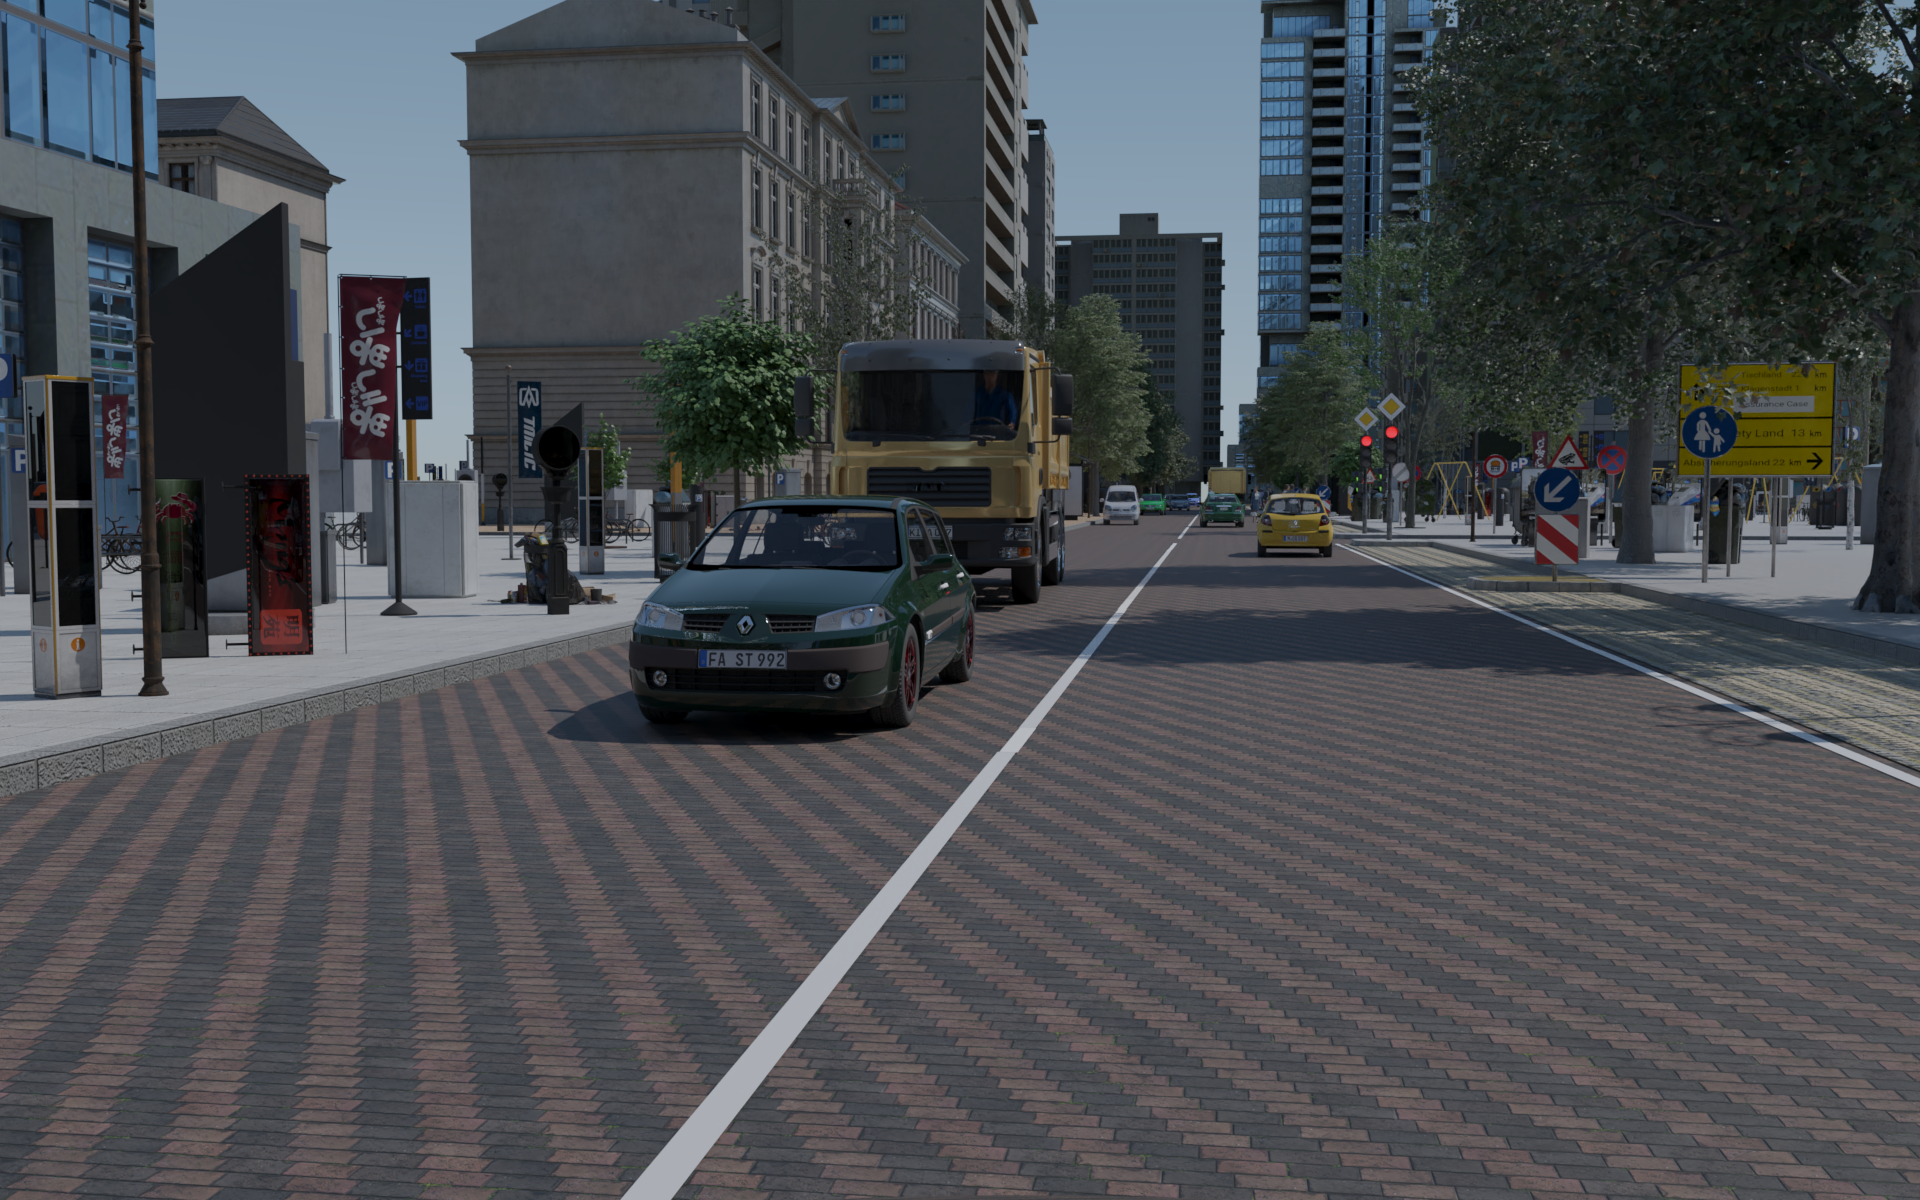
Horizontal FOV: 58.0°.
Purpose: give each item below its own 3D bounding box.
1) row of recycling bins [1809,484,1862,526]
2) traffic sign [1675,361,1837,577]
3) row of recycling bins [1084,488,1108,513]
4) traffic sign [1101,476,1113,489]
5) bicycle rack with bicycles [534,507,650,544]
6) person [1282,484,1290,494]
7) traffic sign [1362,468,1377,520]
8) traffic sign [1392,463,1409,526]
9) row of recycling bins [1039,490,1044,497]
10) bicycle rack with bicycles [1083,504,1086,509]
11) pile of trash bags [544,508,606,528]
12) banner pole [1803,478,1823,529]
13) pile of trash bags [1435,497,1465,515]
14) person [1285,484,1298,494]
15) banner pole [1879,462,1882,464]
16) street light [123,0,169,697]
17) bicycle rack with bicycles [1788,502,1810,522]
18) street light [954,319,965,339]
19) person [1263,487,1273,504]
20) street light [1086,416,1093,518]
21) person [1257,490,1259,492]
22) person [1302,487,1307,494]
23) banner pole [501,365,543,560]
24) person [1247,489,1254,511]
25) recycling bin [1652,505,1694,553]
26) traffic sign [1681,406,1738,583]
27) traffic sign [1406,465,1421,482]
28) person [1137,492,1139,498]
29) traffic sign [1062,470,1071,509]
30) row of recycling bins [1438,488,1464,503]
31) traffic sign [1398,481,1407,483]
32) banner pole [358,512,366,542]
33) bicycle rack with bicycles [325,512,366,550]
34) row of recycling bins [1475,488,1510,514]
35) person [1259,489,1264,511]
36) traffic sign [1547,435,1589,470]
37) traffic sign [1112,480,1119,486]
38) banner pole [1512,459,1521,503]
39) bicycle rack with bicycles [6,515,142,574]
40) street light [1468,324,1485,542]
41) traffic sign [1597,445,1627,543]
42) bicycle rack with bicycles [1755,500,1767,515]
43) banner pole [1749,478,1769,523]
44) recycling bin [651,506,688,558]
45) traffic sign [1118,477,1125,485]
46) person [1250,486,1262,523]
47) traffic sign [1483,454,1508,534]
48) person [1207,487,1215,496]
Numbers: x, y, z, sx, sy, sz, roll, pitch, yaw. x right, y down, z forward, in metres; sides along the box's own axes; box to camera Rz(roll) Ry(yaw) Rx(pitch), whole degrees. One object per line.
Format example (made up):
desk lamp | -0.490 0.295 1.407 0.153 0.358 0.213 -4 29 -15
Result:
row of recycling bins | 35.879 -3.879 70.530 1.069 1.692 3.534 0 4 -5
traffic sign | 12.227 -2.007 26.680 2.265 3.308 0.079 1 4 13
row of recycling bins | 8.311 -6.684 116.404 3.534 1.692 1.069 -1 4 -11
traffic sign | 10.274 -7.418 121.283 0.884 2.594 0.081 1 4 12
bicycle rack with bicycles | -9.723 -1.965 45.504 2.925 0.926 2.852 0 4 -4
person | 13.588 -3.940 72.768 0.795 1.843 0.661 1 4 21
traffic sign | 20.360 -5.265 86.087 0.884 2.594 0.081 1 4 16
traffic sign | 17.867 -4.285 70.160 0.768 2.556 0.104 1 4 14
row of recycling bins | 4.163 -5.149 91.307 1.069 1.692 3.534 1 4 22
bicycle rack with bicycles | 6.880 -6.009 111.632 2.852 0.926 2.925 -2 4 -34
pile of trash bags | -15.042 -3.462 66.364 1.912 1.369 3.447 -3 4 -39
banner pole | 31.769 -4.545 64.334 0.863 3.779 0.401 1 4 14
pile of trash bags | 29.397 -5.855 105.480 1.912 1.369 3.447 3 5 44
person | 12.711 -3.520 66.149 0.694 1.812 0.767 1 4 16
banner pole | 62.936 -7.842 118.235 0.863 3.779 0.401 -2 4 -33
street light | -5.144 -2.329 10.869 0.468 5.910 1.993 1 4 8
bicycle rack with bicycles | 39.967 -4.140 81.064 2.852 0.926 2.925 1 4 22
street light | -0.014 -4.474 45.945 0.468 5.910 1.993 1 4 8
person | 20.343 -6.510 114.304 0.648 1.900 0.474 -2 4 -35
street light | 6.887 -7.320 92.475 0.468 5.910 1.993 1 4 8
person | 26.168 -8.794 152.288 0.705 1.822 1.348 1 4 19
person | 19.731 -5.557 99.129 0.755 1.850 0.659 1 4 19
banner pole | -8.532 -2.674 33.733 0.863 3.779 0.401 -2 4 -24
person | 25.007 -8.582 148.439 0.705 1.869 1.348 3 4 38
recycling bin | 15.698 -1.567 38.172 0.722 1.027 0.722 3 4 39
traffic sign | 10.769 -1.521 24.974 0.768 2.556 0.104 1 4 9
traffic sign | 19.352 -4.532 74.209 0.768 2.556 0.104 1 4 11
person | 21.934 -12.462 212.966 1.217 1.736 0.721 -1 4 -18
traffic sign | 4.816 -4.949 81.028 0.768 2.556 0.104 1 4 11
row of recycling bins | 35.491 -7.022 121.917 3.534 1.692 1.069 1 4 12
traffic sign | 20.728 -5.026 82.184 0.884 2.594 0.081 1 4 13
banner pole | -16.046 -3.462 46.622 0.401 3.779 0.863 -2 4 -24
bicycle rack with bicycles | -13.629 -1.641 40.206 2.925 0.926 2.852 -1 4 -10
row of recycling bins | 34.598 -6.410 111.917 1.069 1.692 3.534 0 4 -4
person | 26.040 -8.669 150.110 0.599 1.838 0.709 2 4 32
traffic sign | 13.330 -2.325 38.017 0.884 2.594 0.081 1 4 16
traffic sign | 11.133 -7.649 125.063 0.884 2.594 0.081 1 4 10
banner pole | 39.733 -8.185 123.839 0.863 3.779 0.401 3 4 38
bicycle rack with bicycles | -13.985 -0.907 28.212 2.925 0.926 2.852 -1 4 -10
street light | 13.758 -4.497 46.307 0.468 5.910 1.993 1 4 8
traffic sign | 16.935 -2.747 45.012 0.768 2.556 0.104 1 4 14
bicycle rack with bicycles | 47.976 -5.626 105.361 2.925 0.926 2.852 -2 4 -33
banner pole | 35.339 -5.292 76.535 0.863 3.779 0.401 3 5 39
recycling bin | -5.896 -1.382 35.157 0.722 1.027 0.722 -1 4 -11
traffic sign | 12.093 -8.002 130.938 0.768 2.556 0.104 1 4 9
person | 14.895 -4.811 87.191 0.581 1.822 0.654 1 4 11
traffic sign | 17.232 -3.406 55.798 0.768 2.556 0.104 1 4 16
person | 14.821 -5.749 102.355 0.638 1.841 0.748 -1 4 -18
